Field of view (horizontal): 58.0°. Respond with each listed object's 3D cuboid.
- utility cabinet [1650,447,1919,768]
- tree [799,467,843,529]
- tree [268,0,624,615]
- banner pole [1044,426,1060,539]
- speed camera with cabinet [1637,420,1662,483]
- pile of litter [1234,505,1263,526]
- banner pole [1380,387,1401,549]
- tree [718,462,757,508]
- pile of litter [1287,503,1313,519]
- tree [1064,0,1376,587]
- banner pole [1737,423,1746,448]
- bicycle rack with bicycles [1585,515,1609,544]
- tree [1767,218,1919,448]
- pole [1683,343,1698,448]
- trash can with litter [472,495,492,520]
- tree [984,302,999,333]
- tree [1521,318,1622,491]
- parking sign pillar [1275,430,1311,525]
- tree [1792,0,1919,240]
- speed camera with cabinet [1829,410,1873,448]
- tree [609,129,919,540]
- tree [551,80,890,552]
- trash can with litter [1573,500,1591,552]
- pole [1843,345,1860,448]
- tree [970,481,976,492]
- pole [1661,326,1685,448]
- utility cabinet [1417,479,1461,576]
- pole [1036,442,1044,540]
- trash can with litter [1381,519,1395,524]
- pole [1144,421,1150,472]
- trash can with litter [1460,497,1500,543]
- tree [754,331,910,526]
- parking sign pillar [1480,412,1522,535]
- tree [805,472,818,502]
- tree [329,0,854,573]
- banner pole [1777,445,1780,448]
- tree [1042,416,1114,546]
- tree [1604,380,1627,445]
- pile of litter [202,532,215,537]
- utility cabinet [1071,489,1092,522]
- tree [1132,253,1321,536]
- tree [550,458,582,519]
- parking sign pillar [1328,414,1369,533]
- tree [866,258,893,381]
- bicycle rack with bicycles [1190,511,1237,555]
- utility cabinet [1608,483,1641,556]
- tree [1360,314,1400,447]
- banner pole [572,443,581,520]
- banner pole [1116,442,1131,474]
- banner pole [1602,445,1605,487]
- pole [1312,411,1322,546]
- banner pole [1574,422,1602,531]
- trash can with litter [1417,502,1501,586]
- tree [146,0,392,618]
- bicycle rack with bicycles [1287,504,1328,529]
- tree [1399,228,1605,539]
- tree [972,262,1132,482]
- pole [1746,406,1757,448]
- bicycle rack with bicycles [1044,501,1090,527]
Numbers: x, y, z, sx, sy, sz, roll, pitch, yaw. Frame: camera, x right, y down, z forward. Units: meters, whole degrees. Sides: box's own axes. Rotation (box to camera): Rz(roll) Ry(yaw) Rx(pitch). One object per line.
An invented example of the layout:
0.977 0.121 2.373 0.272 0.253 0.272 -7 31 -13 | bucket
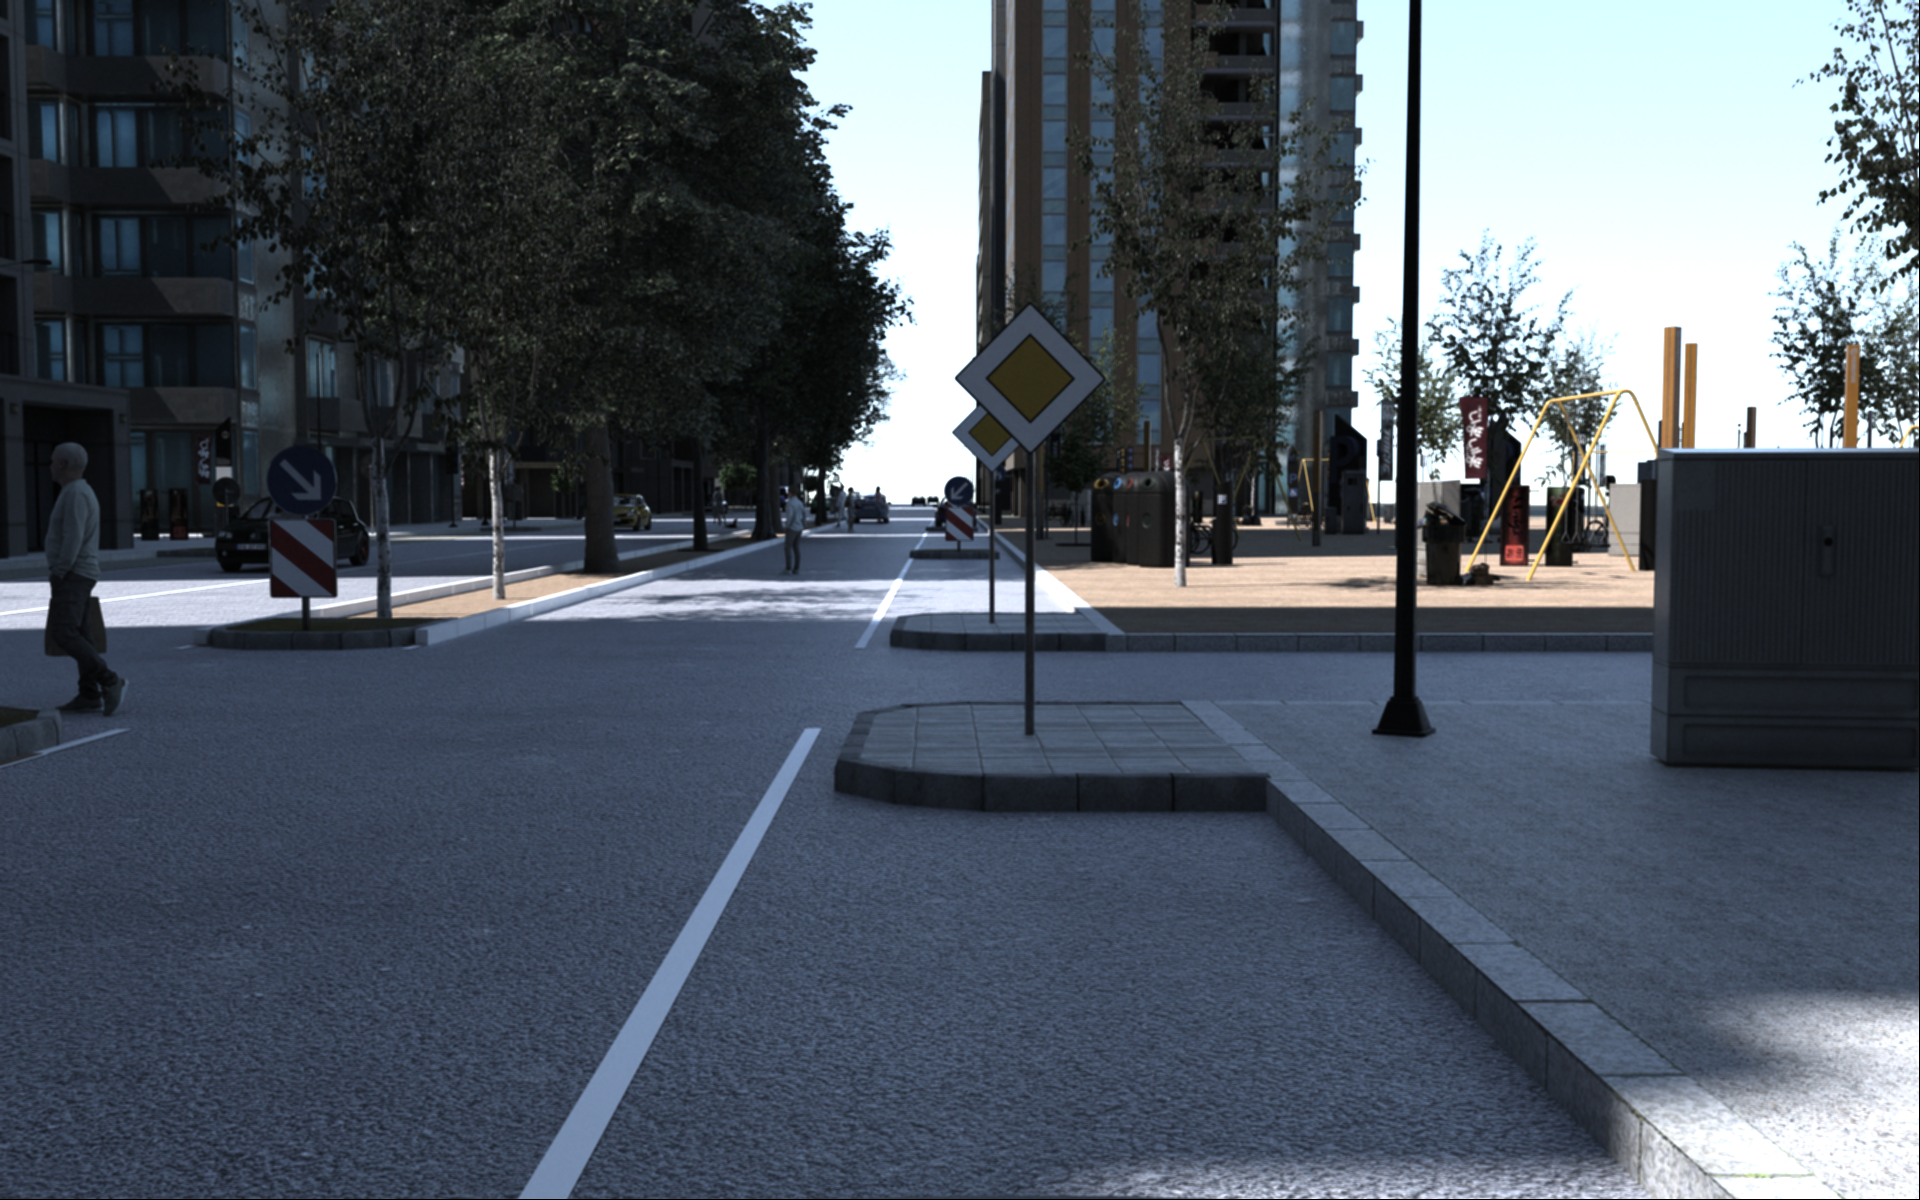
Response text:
3.913 0.033 8.138 1.173 1.500 0.318 0 4 8 | utility cabinet
-6.397 -7.230 71.024 4.360 8.622 3.978 0 3 0 | tree
-6.224 -4.290 22.956 4.360 8.622 3.978 0 3 0 | tree
2.609 -3.620 49.204 0.401 3.779 0.863 -2 4 -33 | banner pole
19.306 -3.216 46.911 2.038 3.252 0.660 -2 4 -24 | speed camera with cabinet
11.508 -3.448 70.334 1.719 0.858 1.176 0 4 -5 | pile of litter
10.097 -3.090 40.544 0.863 3.779 0.401 -2 4 -35 | banner pole
-20.743 -11.291 168.315 4.285 4.588 4.351 0 3 0 | tree
17.849 -4.632 89.706 1.719 0.858 1.176 3 4 36 | pile of litter
3.139 -4.475 23.526 4.360 8.622 3.978 0 3 0 | tree
27.787 -4.365 61.383 0.863 3.779 0.401 0 4 -7 | banner pole
16.897 -1.792 42.677 2.925 0.926 2.852 0 4 3 | bicycle rack with bicycles
23.925 -5.928 47.280 4.737 8.622 4.395 0 3 0 | tree
9.884 -1.814 23.498 0.158 3.312 0.155 0 3 0 | pole
-24.009 -4.701 87.920 1.678 1.210 2.233 -2 4 -34 | trash can with litter
2.646 -6.815 61.788 4.360 8.622 3.978 0 3 0 | tree
25.921 -7.510 73.155 4.360 8.622 3.978 0 3 0 | tree
13.866 -5.111 72.030 1.447 3.967 1.447 1 4 11 | parking sign pillar
11.279 -4.217 19.318 4.360 8.622 3.978 0 3 0 | tree
20.750 -2.842 40.808 2.038 3.252 0.660 0 4 7 | speed camera with cabinet
-6.074 -8.174 53.104 9.611 12.733 9.660 0 3 0 | tree
-6.574 -7.018 42.950 9.928 11.665 9.643 0 3 0 | tree
13.654 -1.664 38.600 0.624 1.170 1.055 3 5 40 | trash can with litter
12.211 -1.831 23.778 0.158 3.312 0.155 0 3 0 | pole
1.108 -14.113 225.352 1.663 3.219 1.824 0 3 0 | tree
8.683 -1.673 21.195 0.158 3.312 0.155 0 3 0 | pole
7.328 -1.099 26.642 0.318 1.500 1.173 0 4 -4 | utility cabinet
2.227 -3.326 48.225 0.158 3.312 0.155 0 3 0 | pole
18.647 -3.858 74.133 1.678 1.210 2.233 1 4 21 | trash can with litter
5.237 -3.343 48.499 0.158 3.312 0.155 0 3 0 | pole
13.650 -2.116 45.656 2.233 1.210 1.678 0 4 -7 | trash can with litter
-6.410 -8.588 77.286 8.767 10.594 7.601 0 4 0 | tree
16.974 -4.080 55.186 1.447 3.967 1.447 2 4 35 | parking sign pillar
-21.683 -16.426 252.282 4.285 4.588 4.351 0 3 0 | tree
-6.465 -7.445 30.843 9.857 13.997 8.962 0 3 0 | tree
41.771 -6.057 89.046 0.863 3.779 0.401 2 4 29 | banner pole
2.763 -2.957 42.954 1.663 3.219 1.824 0 3 0 | tree
28.642 -8.004 81.229 4.737 8.622 4.395 0 3 0 | tree
-21.840 -2.283 51.295 1.176 0.858 1.719 -2 4 -26 | pile of litter
5.575 -4.324 79.374 0.318 1.500 1.173 -3 4 -36 | utility cabinet
8.594 -6.287 53.161 4.737 8.622 4.395 0 3 0 | tree
-20.457 -5.844 90.149 1.663 3.219 1.824 0 3 0 | tree
12.914 -4.233 57.681 1.447 3.967 1.447 -3 4 -37 | parking sign pillar
-6.861 -9.453 63.663 9.857 13.997 8.962 0 3 0 | tree
4.543 -1.465 37.337 2.925 0.926 2.852 0 4 -6 | bicycle rack with bicycles
13.990 -1.649 35.636 1.173 1.500 0.318 2 4 28 | utility cabinet
17.559 -7.139 67.080 4.737 8.622 4.395 0 3 0 | tree
-19.036 -5.856 85.764 0.401 3.779 0.863 -1 4 -18 | banner pole
7.907 -5.698 83.174 0.863 3.779 0.401 1 4 20 | banner pole
28.373 -5.308 76.808 0.863 3.779 0.401 -3 4 -39 | banner pole
8.781 -2.979 42.553 0.158 3.312 0.155 0 3 0 | pole
21.732 -4.301 60.336 0.401 3.779 0.863 -2 4 -35 | banner pole
7.030 -0.797 24.422 1.055 1.170 0.624 0 4 -8 | trash can with litter
-6.293 -4.017 18.503 4.360 8.622 3.978 0 3 0 | tree
13.629 -3.122 64.420 2.925 0.926 2.852 -1 4 -17 | bicycle rack with bicycles
15.148 -6.025 48.869 4.737 8.622 4.395 0 3 0 | tree
2.452 -6.358 54.321 4.737 8.622 4.395 0 3 0 | tree
18.437 -2.849 40.423 0.158 3.312 0.155 0 3 0 | pole
3.823 -3.328 67.787 2.852 0.926 2.925 0 4 6 | bicycle rack with bicycles
